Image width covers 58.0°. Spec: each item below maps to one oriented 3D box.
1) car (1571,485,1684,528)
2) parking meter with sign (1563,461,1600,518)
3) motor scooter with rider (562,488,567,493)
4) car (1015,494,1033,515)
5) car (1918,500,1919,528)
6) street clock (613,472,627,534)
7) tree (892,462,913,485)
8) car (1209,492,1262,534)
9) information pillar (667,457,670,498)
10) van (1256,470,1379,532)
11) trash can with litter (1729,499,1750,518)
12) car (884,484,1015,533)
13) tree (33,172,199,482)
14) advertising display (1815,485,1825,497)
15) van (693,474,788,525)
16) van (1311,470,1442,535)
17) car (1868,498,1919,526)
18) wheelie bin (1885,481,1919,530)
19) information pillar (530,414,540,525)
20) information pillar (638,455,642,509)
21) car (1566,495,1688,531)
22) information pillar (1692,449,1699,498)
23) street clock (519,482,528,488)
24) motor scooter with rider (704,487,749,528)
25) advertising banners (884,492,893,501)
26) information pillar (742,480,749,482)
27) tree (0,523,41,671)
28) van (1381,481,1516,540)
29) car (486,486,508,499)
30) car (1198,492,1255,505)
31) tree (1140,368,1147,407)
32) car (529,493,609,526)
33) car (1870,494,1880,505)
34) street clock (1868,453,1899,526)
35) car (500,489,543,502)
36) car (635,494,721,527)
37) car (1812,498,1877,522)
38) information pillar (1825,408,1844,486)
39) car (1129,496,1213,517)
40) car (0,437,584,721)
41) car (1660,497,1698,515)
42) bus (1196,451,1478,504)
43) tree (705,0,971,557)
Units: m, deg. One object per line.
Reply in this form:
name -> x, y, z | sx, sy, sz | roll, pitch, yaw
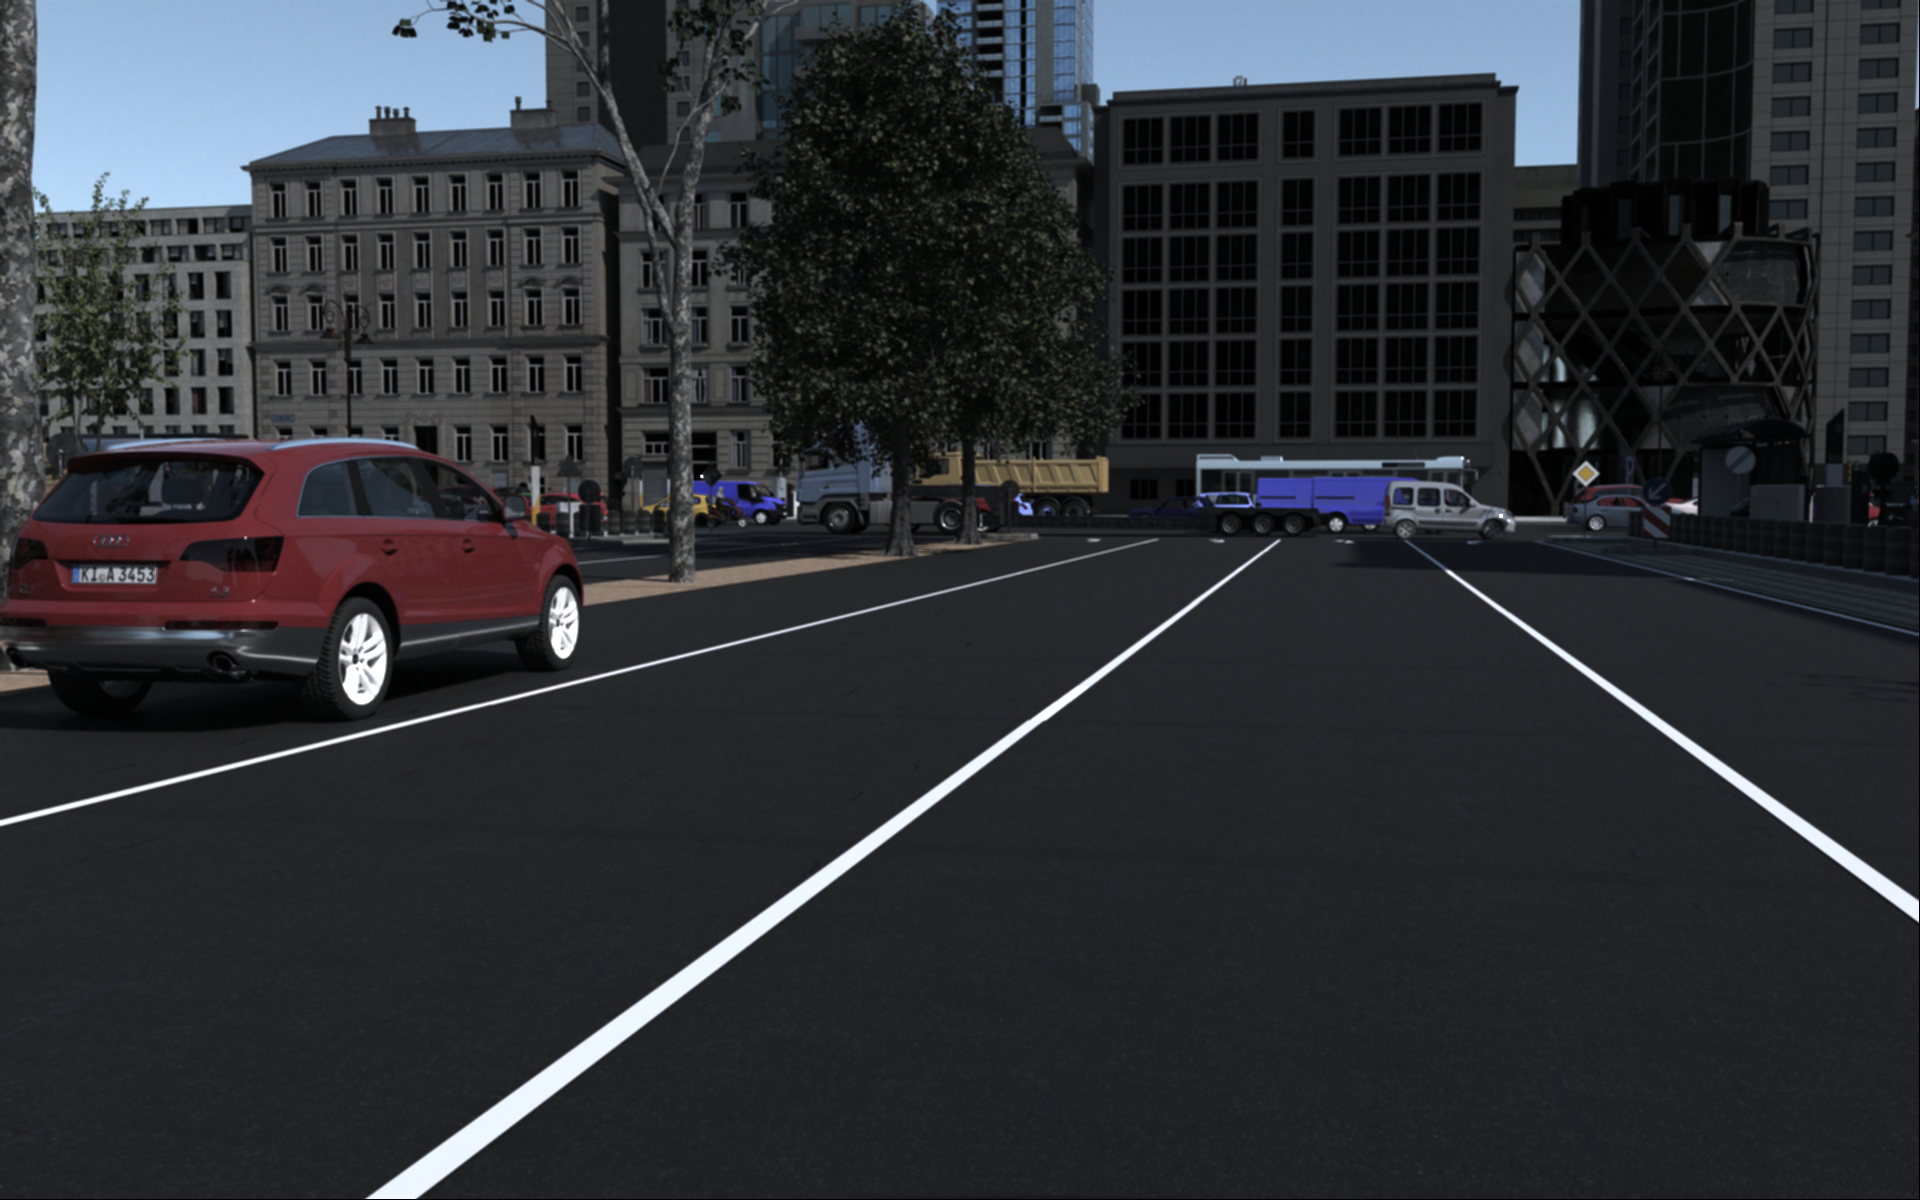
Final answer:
car -> 28.516, -3.939, 73.080 | 5.304, 1.827, 2.281 | 1, 4, 11
parking meter with sign -> 32.909, -5.844, 91.812 | 1.738, 3.016, 0.543 | 1, 4, 11
motor scooter with rider -> -19.585, -4.760, 86.794 | 1.986, 1.779, 0.876 | 1, 4, 11
car -> 1.344, -4.070, 76.134 | 3.694, 1.707, 1.945 | 1, 4, 11
car -> 30.426, -2.458, 51.988 | 4.920, 1.459, 2.131 | 1, 4, 12
street clock -> -11.040, -3.165, 56.324 | 0.471, 2.002, 0.358 | 3, 5, 41
tree -> -3.765, -9.093, 99.029 | 4.360, 8.622, 3.978 | 0, 3, 0
car -> 10.139, -3.326, 63.971 | 1.945, 1.707, 3.694 | 1, 4, 12
information pillar -> -16.093, -6.416, 96.254 | 0.183, 3.616, 0.504 | 2, 4, 23
van -> 13.969, -3.807, 66.628 | 5.245, 2.365, 2.240 | 1, 4, 12
trash can with litter -> 19.289, -1.939, 43.091 | 1.055, 1.170, 0.624 | -1, 4, -13
car -> -0.456, -3.433, 64.808 | 5.304, 1.827, 2.281 | 1, 4, 12
tree -> -20.196, -5.508, 40.419 | 4.737, 8.622, 4.395 | 0, 3, 0
advertising display -> 60.487, -7.106, 121.396 | 0.974, 1.923, 0.123 | 1, 4, 11
van -> -10.625, -4.663, 80.629 | 5.245, 2.365, 2.240 | 1, 4, 13
van -> 15.266, -3.556, 62.528 | 5.245, 2.365, 2.240 | 1, 4, 12
car -> 30.049, -2.790, 54.651 | 4.494, 1.783, 2.155 | 1, 4, 11
wheelie bin -> 22.924, -2.096, 42.179 | 0.693, 1.594, 0.980 | -2, 4, -30
information pillar -> -12.565, -3.663, 51.247 | 0.183, 3.616, 0.504 | 0, 4, 7
information pillar -> -19.298, -6.922, 104.528 | 0.183, 3.616, 0.504 | -1, 4, -22
car -> 25.969, -3.387, 67.376 | 4.499, 1.417, 2.014 | 1, 4, 12
information pillar -> 37.842, -5.965, 88.890 | 0.183, 3.616, 0.504 | -3, 5, -42
street clock -> -27.278, -6.342, 108.265 | 0.471, 2.002, 0.358 | 0, 4, 8
motor scooter with rider -> -9.989, -3.974, 73.941 | 1.986, 1.779, 0.876 | 1, 4, 13
advertising banners -> -3.960, -5.679, 89.034 | 2.074, 3.025, 0.090 | 2, 4, 28
information pillar -> -11.516, -5.415, 93.023 | 0.304, 2.012, 0.304 | -2, 4, -30
tree -> -8.643, -9.557, 14.603 | 12.611, 20.169, 13.585 | 0, 3, 0
van -> 15.460, -2.925, 54.841 | 4.112, 2.044, 2.013 | 1, 4, 12
car -> -23.079, -4.339, 79.616 | 5.304, 1.827, 2.281 | 1, 4, 10
car -> 11.614, -3.917, 73.627 | 3.694, 1.707, 1.945 | 1, 4, 14
tree -> 0.260, -7.928, 49.094 | 9.611, 12.733, 9.660 | 0, 3, 0
car -> -15.944, -3.578, 67.536 | 4.494, 1.783, 2.155 | 1, 4, 11
car -> 34.437, -3.463, 65.668 | 4.494, 1.783, 2.155 | 1, 4, 11
street clock -> 16.137, -1.574, 30.307 | 0.471, 2.002, 0.358 | -1, 4, -17
car -> -18.617, -4.120, 76.159 | 4.718, 1.807, 1.959 | 1, 4, 13
car -> -12.377, -4.045, 76.355 | 3.980, 1.641, 2.015 | 1, 4, 13
car -> 29.786, -2.754, 57.613 | 3.894, 1.354, 1.945 | 1, 4, 14
information pillar -> 23.864, -3.421, 47.283 | 0.504, 3.616, 0.183 | -1, 4, -10
car -> 8.894, -3.604, 71.501 | 3.894, 1.354, 1.945 | 1, 4, 12
car -> -4.490, -0.241, 12.616 | 2.281, 1.827, 5.304 | 1, 4, 10
car -> 30.546, -3.492, 69.455 | 4.827, 1.381, 2.083 | 1, 4, 12
bus -> 17.654, -5.210, 80.042 | 13.247, 3.499, 2.948 | 1, 4, 12
tree -> -1.349, -7.343, 39.523 | 9.611, 12.733, 9.660 | 0, 3, 0
